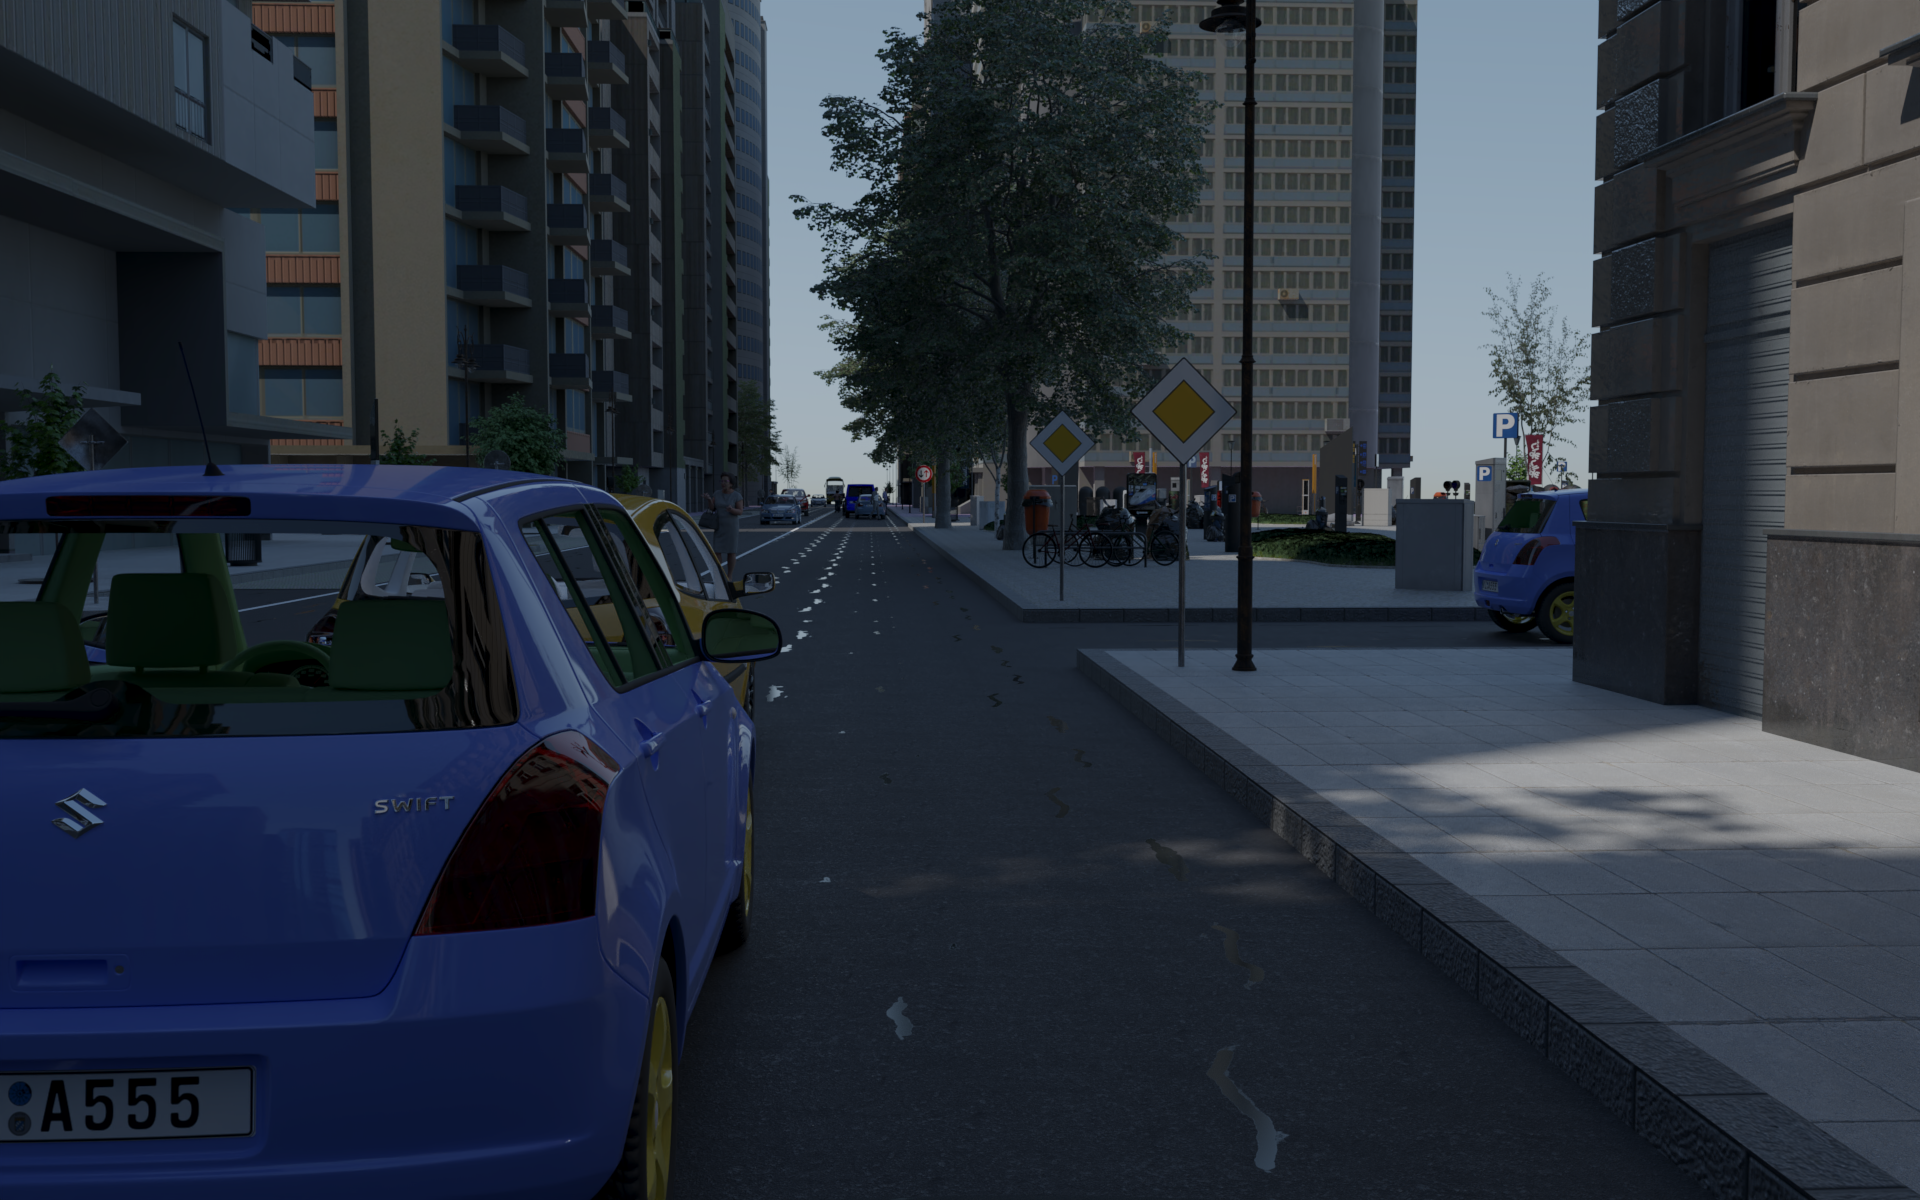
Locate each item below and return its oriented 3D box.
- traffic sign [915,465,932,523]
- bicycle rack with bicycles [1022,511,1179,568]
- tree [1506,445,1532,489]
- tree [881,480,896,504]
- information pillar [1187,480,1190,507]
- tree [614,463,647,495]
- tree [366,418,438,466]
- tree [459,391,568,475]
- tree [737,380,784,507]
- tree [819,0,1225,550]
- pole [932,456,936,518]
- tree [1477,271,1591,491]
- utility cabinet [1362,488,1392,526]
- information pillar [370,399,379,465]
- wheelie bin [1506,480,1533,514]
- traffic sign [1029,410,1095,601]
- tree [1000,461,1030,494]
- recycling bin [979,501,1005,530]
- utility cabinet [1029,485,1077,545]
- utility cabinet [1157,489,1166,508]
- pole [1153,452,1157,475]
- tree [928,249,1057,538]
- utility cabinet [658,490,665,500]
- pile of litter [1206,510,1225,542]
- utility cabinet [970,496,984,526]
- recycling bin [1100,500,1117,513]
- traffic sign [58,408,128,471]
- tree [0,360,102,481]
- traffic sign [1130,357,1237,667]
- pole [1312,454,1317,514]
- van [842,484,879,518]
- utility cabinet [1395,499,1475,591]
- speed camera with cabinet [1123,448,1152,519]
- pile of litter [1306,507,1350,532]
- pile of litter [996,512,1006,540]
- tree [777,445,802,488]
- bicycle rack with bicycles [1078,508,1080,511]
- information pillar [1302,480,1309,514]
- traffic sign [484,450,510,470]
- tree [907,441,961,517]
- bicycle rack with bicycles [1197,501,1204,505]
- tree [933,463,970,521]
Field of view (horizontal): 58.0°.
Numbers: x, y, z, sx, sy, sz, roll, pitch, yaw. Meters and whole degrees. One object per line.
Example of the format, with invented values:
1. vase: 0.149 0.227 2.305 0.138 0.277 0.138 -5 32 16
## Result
1. traffic sign: -1.589 -4.651 76.147 0.768 2.556 0.104 0 4 5
2. bicycle rack with bicycles: 2.481 -1.075 30.957 2.925 0.926 2.852 0 4 -2
3. tree: 21.734 -4.477 67.792 1.663 3.219 1.824 0 3 0
4. tree: -10.282 -15.718 251.595 1.663 3.219 1.824 0 3 0
5. information pillar: 11.387 -5.070 87.389 0.304 2.012 0.304 2 4 31
6. tree: -17.914 -6.019 93.008 1.663 3.219 1.824 0 3 0
7. tree: -14.314 -3.029 44.124 1.663 3.219 1.824 0 3 0
8. tree: -14.176 -4.372 55.191 4.285 4.588 4.351 0 3 0
9. tree: -21.187 -15.489 171.374 7.486 12.596 7.792 0 3 0
10. tree: 1.199 -8.126 39.522 9.857 13.997 8.962 0 3 0
11. pole: -1.397 -6.047 92.712 0.158 3.312 0.155 0 3 0
12. tree: 18.974 -6.526 57.055 4.360 8.622 3.978 0 3 0
13. utility cabinet: 16.616 -3.691 69.026 1.173 1.500 0.318 3 5 43
14. information pillar: -14.417 -3.141 42.713 0.183 3.616 0.504 -2 4 -33
15. wheelie bin: 12.490 -1.894 38.867 0.980 1.594 0.693 1 4 12
16. traffic sign: 1.222 -1.049 20.786 0.795 2.450 0.064 0 4 -3
17. tree: 2.660 -5.729 88.273 1.663 3.219 1.824 0 3 0
18. recycling bin: 1.146 -3.003 61.648 0.722 1.027 0.722 -2 4 -24
19. utility cabinet: 2.297 -2.101 43.034 1.173 1.500 0.318 0 3 0
20. utility cabinet: 8.033 -3.744 69.888 0.318 1.500 1.173 0 4 -6
21. pole: 9.520 -5.559 84.732 0.158 3.312 0.155 0 3 0
22. tree: 1.048 -6.097 50.045 4.360 8.622 3.978 0 3 0
23. utility cabinet: -15.301 -4.899 88.775 0.318 1.500 1.173 0 4 -7
24. pile of litter: 7.231 -2.019 46.972 1.176 0.858 1.719 2 4 32
25. utility cabinet: 0.706 -3.657 70.953 0.306 1.237 1.020 1 4 17
26. recycling bin: 6.740 -4.042 78.643 0.722 1.027 0.722 1 4 8
27. traffic sign: -10.107 -1.013 20.211 0.795 2.450 0.064 0 4 -3
28. tree: -13.038 -1.869 25.159 1.663 3.219 1.824 0 3 0
29. traffic sign: 1.643 -0.561 12.811 0.795 2.450 0.064 0 4 -3
30. pole: 18.161 -5.807 88.785 0.158 3.312 0.155 0 3 0
31. van: -6.039 -6.174 105.324 2.240 2.365 5.245 0 4 -3
32. utility cabinet: 6.377 -0.741 23.284 0.306 1.237 1.020 -3 5 -44
33. speed camera with cabinet: 7.799 -4.956 75.366 0.660 3.252 2.038 -1 4 -22
34. pile of litter: 12.179 -2.659 57.439 1.719 0.858 1.176 -1 4 -11
35. pile of litter: 1.661 -2.107 48.414 1.176 0.858 1.719 3 5 41
36. tree: -24.727 -18.421 251.539 4.360 8.622 3.978 0 3 0
37. bicycle rack with bicycles: 5.946 -4.338 84.311 2.852 0.926 2.925 2 4 25
38. information pillar: 17.637 -5.134 88.425 0.304 2.012 0.304 0 4 4
39. traffic sign: -13.396 -3.060 50.139 0.768 2.556 0.104 0 4 -1
40. tree: -1.153 -6.919 96.834 4.285 4.588 4.351 0 3 0
41. bicycle rack with bicycles: 12.293 -4.421 85.672 2.925 0.926 2.852 -1 4 -20
42. tree: -0.620 -5.457 83.827 1.663 3.219 1.824 0 3 0
